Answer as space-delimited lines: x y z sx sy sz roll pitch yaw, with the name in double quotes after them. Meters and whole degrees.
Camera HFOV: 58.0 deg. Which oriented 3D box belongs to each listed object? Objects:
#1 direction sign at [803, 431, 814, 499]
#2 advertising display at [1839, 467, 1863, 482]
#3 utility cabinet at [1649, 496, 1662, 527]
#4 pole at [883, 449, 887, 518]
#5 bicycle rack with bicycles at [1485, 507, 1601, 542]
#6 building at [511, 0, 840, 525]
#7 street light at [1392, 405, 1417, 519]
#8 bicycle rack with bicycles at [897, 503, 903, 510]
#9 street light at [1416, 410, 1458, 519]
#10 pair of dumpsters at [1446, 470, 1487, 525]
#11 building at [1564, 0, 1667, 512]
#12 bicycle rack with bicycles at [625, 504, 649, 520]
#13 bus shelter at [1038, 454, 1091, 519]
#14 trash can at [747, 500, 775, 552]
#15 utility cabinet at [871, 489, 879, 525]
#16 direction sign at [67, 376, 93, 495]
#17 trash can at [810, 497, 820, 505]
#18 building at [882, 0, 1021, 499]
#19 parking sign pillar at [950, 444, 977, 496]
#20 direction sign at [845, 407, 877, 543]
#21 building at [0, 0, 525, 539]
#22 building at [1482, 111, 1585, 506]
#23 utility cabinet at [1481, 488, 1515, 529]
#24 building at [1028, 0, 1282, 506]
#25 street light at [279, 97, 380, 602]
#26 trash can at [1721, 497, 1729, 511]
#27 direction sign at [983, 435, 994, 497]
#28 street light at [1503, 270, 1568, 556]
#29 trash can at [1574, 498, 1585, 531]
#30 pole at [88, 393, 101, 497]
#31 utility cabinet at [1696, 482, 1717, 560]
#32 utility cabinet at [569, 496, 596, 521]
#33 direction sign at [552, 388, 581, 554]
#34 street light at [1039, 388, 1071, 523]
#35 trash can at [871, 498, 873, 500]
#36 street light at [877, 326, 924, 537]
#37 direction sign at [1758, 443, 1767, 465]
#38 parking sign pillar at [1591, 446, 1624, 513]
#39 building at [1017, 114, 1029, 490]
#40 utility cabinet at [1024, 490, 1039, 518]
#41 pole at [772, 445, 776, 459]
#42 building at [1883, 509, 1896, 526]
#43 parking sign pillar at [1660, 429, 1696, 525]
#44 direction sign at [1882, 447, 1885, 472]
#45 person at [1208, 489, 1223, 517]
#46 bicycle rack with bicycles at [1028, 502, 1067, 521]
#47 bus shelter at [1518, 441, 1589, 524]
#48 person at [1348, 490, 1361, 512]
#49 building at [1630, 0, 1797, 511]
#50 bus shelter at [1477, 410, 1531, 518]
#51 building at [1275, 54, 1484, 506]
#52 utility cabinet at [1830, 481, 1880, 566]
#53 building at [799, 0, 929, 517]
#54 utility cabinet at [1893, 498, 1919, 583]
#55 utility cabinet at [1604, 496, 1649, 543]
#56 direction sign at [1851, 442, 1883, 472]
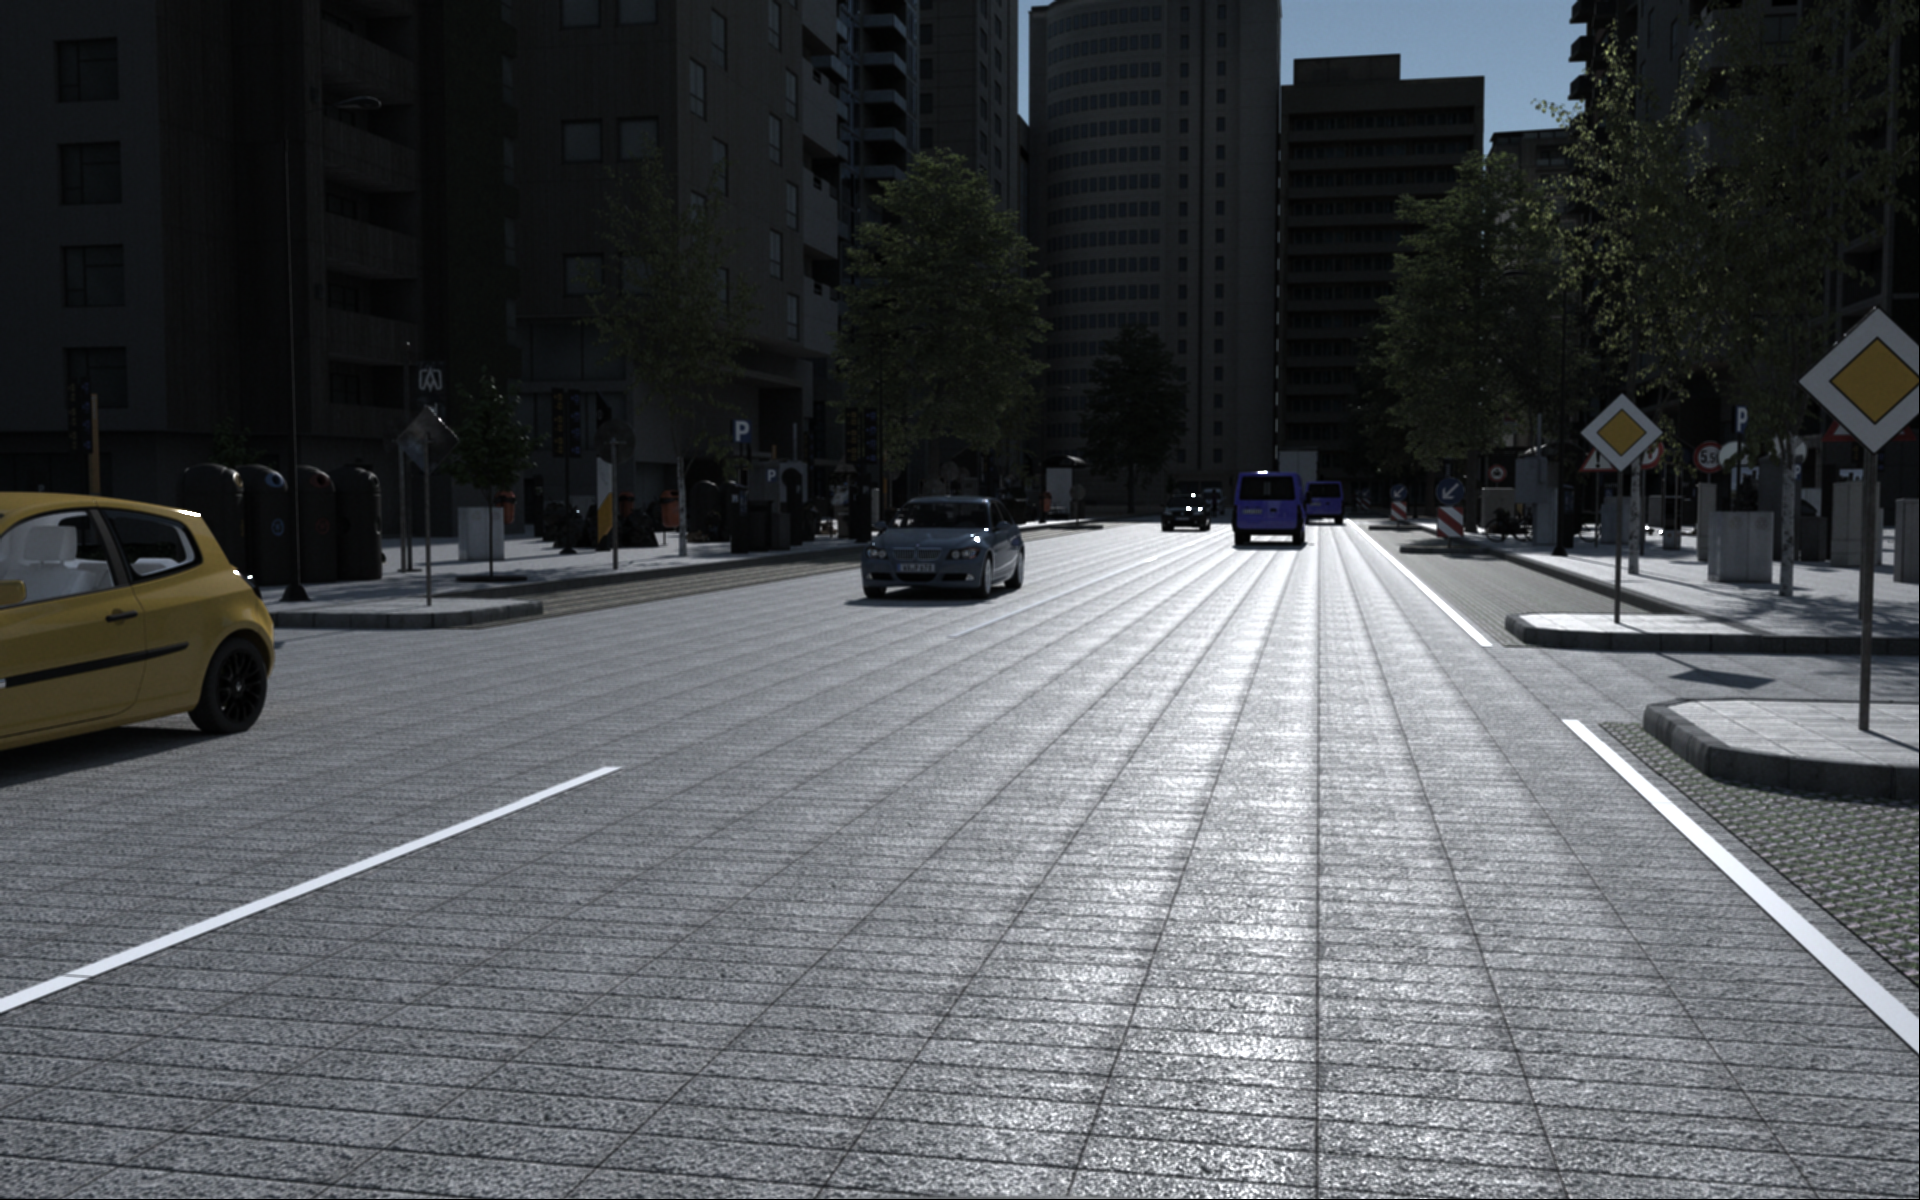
-5.462 -4.318 62.602 0.379 3.537 0.876 -2 4 -29 "direction sign"
21.354 -2.238 41.798 0.974 1.923 0.123 2 4 33 "advertising display"
27.192 -3.421 67.091 0.306 1.237 1.020 -3 4 -39 "utility cabinet"
-3.372 -5.136 77.809 0.158 3.312 0.155 0 3 0 "pole"
15.799 -2.049 46.885 2.925 0.926 2.852 1 4 20 "bicycle rack with bicycles"
-21.857 -30.290 84.476 28.713 52.752 27.495 1 4 12 "building"
23.191 -7.193 90.152 1.470 5.913 1.316 1 4 12 "street light"
-1.516 -3.786 75.284 2.852 0.926 2.925 1 4 23 "bicycle rack with bicycles"
17.532 -5.539 63.097 1.470 5.913 1.316 1 4 12 "street light"
21.158 -4.293 72.681 1.574 2.255 4.437 1 4 12 "pair of dumpsters"
58.293 -29.156 131.328 22.147 44.769 28.867 1 4 12 "building"
-11.510 -3.202 65.735 2.925 0.926 2.852 -1 4 -13 "bicycle rack with bicycles"
5.536 -5.944 91.107 2.014 3.302 5.546 1 4 12 "bus shelter"
-4.510 -1.654 38.691 0.748 1.137 0.748 0 3 0 "trash can"
-3.711 -3.780 70.487 0.318 1.500 1.173 -3 5 -43 "utility cabinet"
-17.068 -2.547 33.643 0.876 3.537 0.379 3 4 37 "direction sign"
-6.699 -4.087 78.482 0.748 1.137 0.748 0 3 0 "trash can"
-6.557 -43.448 148.620 20.611 71.187 20.563 1 4 12 "building"
0.186 -6.042 87.260 1.447 3.967 1.447 -1 4 -18 "parking sign pillar"
-2.590 -3.270 45.461 0.876 3.537 0.379 -2 4 -24 "direction sign"
-22.323 -17.005 49.725 14.160 30.474 14.107 1 4 12 "building"
64.679 -30.870 188.314 14.086 41.232 14.154 1 4 12 "building"
19.717 -3.351 63.466 1.173 1.500 0.318 -1 4 -10 "utility cabinet"
22.502 -40.265 200.327 28.212 58.520 21.231 1 4 12 "building"
-7.464 -2.935 20.527 1.470 5.913 1.316 1 4 12 "street light"
36.537 -4.318 82.258 0.748 1.137 0.748 0 3 0 "trash can"
1.098 -4.568 66.690 0.379 3.537 0.876 -2 4 -25 "direction sign"
11.964 -3.883 36.024 1.470 5.913 1.316 1 4 12 "street light"
20.168 -2.777 57.056 0.748 1.137 0.748 0 3 0 "trash can"
-17.585 -2.529 35.186 0.158 3.312 0.155 0 3 0 "pole"
14.447 -1.518 33.491 0.318 1.500 1.173 1 4 21 "utility cabinet"
-14.174 -3.291 64.963 1.020 1.237 0.306 -3 5 -42 "utility cabinet"
-8.456 -2.769 37.268 0.379 3.537 0.876 2 4 28 "direction sign"
4.151 -6.320 75.869 1.470 5.913 1.316 1 4 12 "street light"
-3.295 -2.852 58.288 0.748 1.137 0.748 0 3 0 "trash can"
-1.673 -4.621 48.098 1.470 5.913 1.316 1 4 12 "street light"
35.523 -5.168 76.488 0.876 3.537 0.379 -2 4 -26 "direction sign"
29.274 -5.494 78.303 1.447 3.967 1.447 0 4 4 "parking sign pillar"
0.972 -33.714 201.341 14.200 45.320 14.600 1 4 12 "building"
3.689 -5.169 93.184 1.173 1.500 0.318 -1 4 -17 "utility cabinet"
-7.709 -4.775 71.911 0.158 3.312 0.155 0 3 0 "pole"
45.614 -38.647 70.133 20.563 71.187 20.611 1 4 12 "building"
29.649 -5.077 71.478 1.447 3.967 1.447 3 5 41 "parking sign pillar"
32.377 -4.257 61.606 0.876 3.537 0.379 2 4 34 "direction sign"
15.754 -5.975 106.881 1.217 1.739 0.721 -3 4 -38 "person"
3.769 -4.312 83.887 2.852 0.926 2.925 3 4 36 "bicycle rack with bicycles"
23.586 -4.596 69.065 2.014 3.302 5.546 1 4 12 "bus shelter"
30.688 -7.668 134.591 1.217 1.743 0.721 -1 4 -16 "person"
56.512 -31.406 102.726 28.713 52.752 27.495 1 4 12 "building"
25.081 -6.293 80.523 2.179 5.291 8.768 1 4 12 "bus shelter"
46.806 -34.953 195.183 21.600 48.544 21.300 1 4 12 "building"
15.826 -1.343 30.632 1.173 1.500 0.318 -3 4 -39 "utility cabinet"
-14.388 -48.901 112.208 22.319 86.520 31.000 1 4 12 "building"
14.154 -0.855 25.144 1.020 1.237 0.306 0 4 5 "utility cabinet"
17.647 -2.131 46.000 1.020 1.237 0.306 1 4 11 "utility cabinet"
22.630 -3.151 43.513 0.379 3.537 0.876 0 4 -2 "direction sign"
